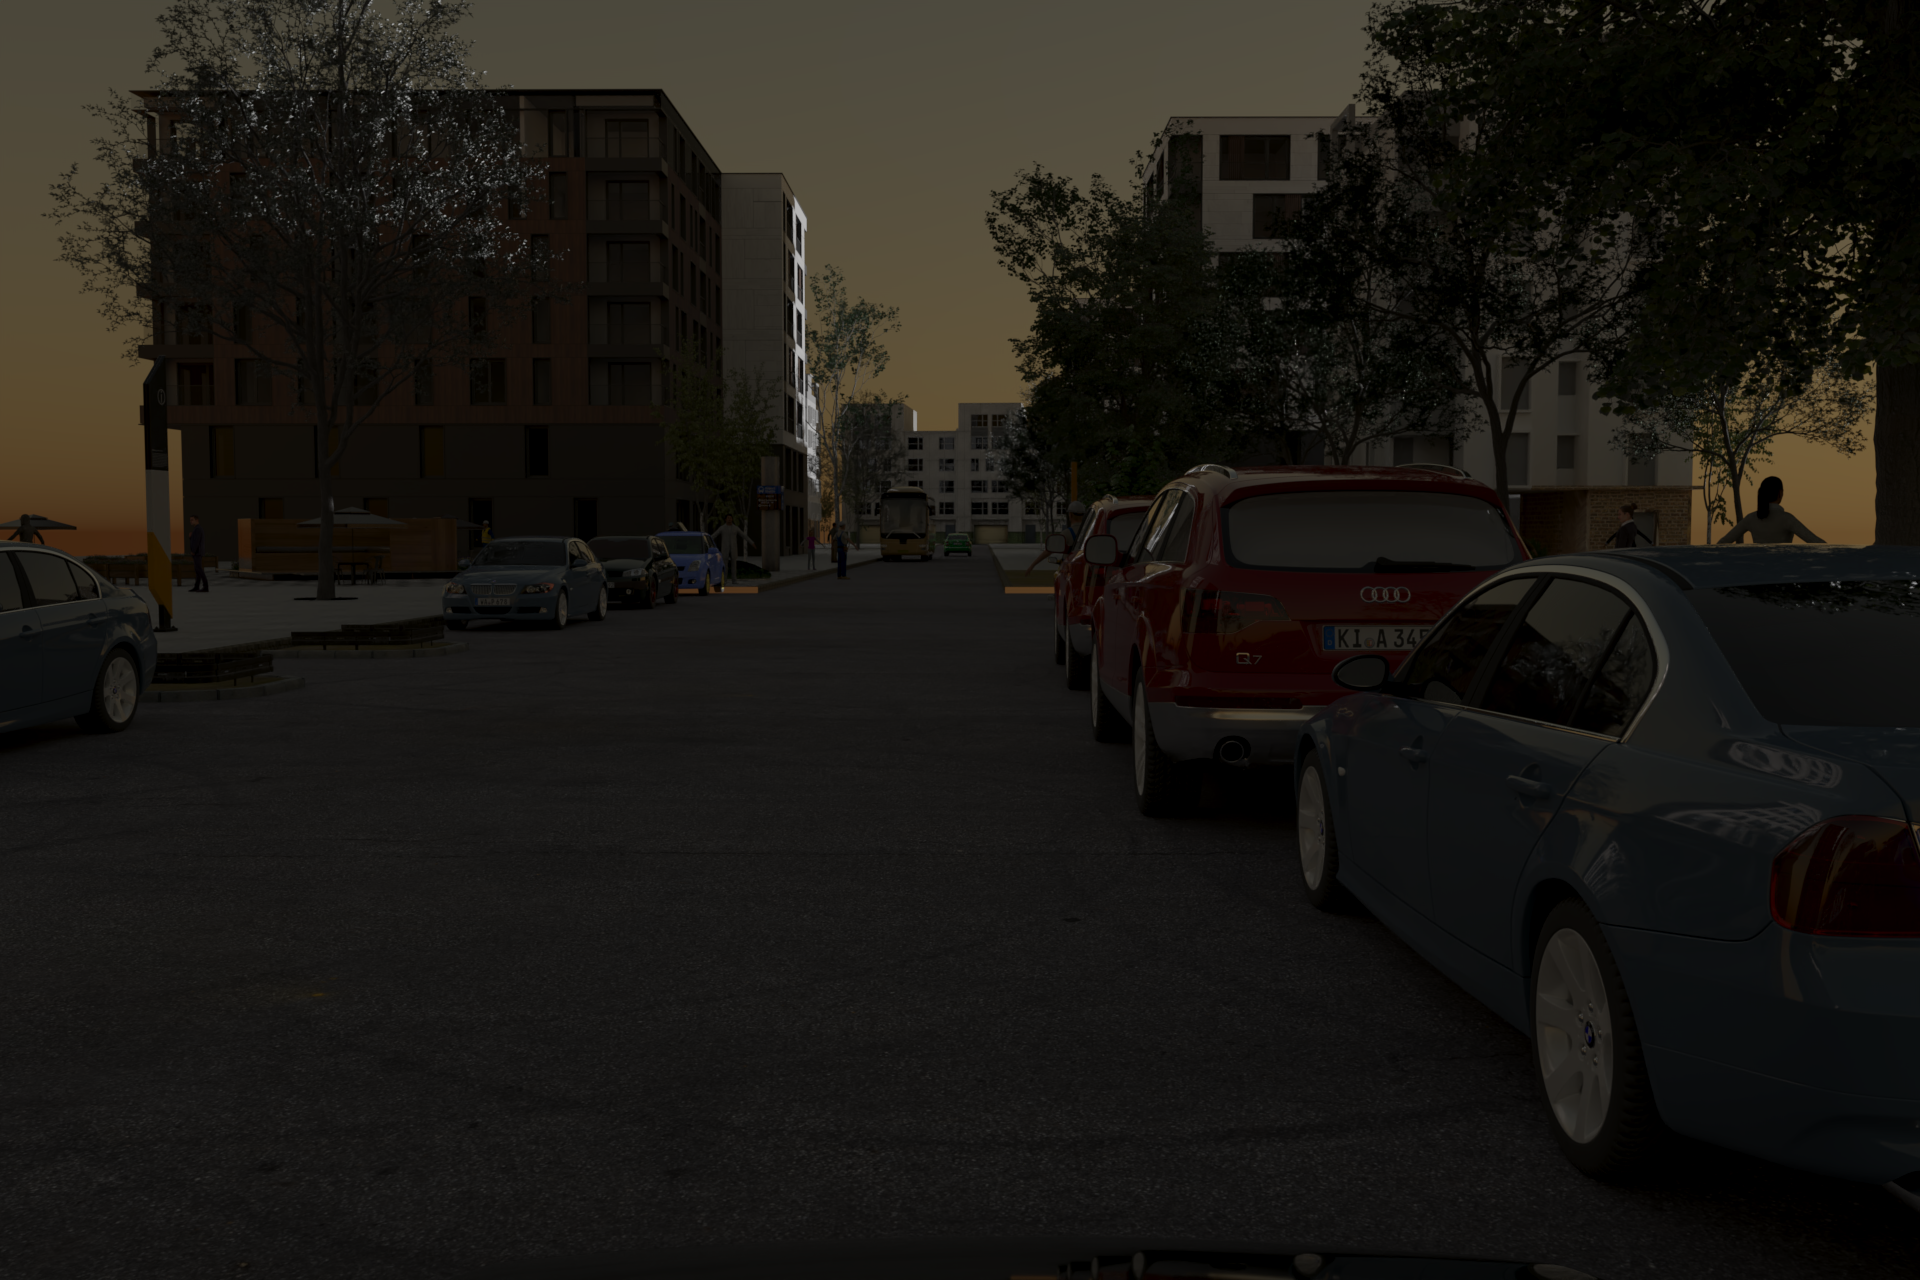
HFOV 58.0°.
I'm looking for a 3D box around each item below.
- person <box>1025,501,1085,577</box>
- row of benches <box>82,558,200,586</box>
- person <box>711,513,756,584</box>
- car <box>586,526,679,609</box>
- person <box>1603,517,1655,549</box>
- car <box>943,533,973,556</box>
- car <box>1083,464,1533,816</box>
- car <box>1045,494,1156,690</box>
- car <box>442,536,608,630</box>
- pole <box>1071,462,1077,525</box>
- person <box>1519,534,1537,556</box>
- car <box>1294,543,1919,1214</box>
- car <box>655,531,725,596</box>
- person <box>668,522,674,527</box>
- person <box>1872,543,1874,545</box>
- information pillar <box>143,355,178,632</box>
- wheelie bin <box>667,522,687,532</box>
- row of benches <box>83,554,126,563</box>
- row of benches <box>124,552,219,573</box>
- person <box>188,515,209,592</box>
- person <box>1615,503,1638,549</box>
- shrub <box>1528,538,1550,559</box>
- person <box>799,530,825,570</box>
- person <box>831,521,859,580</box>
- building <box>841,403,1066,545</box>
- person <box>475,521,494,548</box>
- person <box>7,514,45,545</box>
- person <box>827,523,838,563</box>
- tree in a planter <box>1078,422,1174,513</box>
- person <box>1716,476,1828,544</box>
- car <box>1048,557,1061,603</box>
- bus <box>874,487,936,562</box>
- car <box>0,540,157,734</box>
[{"bbox_3d":[1.454,-0.830,21.881,1.347,1.847,0.705,-2,4,-27],"label":"person"},{"bbox_3d":[-20.734,-1.714,43.484,4.104,0.672,1.422,2,4,24],"label":"row of benches"},{"bbox_3d":[-5.899,-2.333,44.325,1.347,1.806,0.705,-1,4,-15],"label":"person"},{"bbox_3d":[-6.704,-1.503,34.363,2.009,1.686,4.222,0,4,0],"label":"car"},{"bbox_3d":[16.352,-2.177,42.323,1.216,1.740,0.721,2,4,30],"label":"person"},{"bbox_3d":[-0.114,-6.330,112.293,1.959,1.807,4.718,0,4,1],"label":"car"},{"bbox_3d":[1.918,-0.101,10.323,2.281,1.827,5.304,0,4,0],"label":"car"},{"bbox_3d":[2.015,-0.535,17.426,2.281,1.827,5.304,0,4,1],"label":"car"},{"bbox_3d":[-6.777,-0.942,27.409,2.014,1.417,4.499,0,4,1],"label":"car"},{"bbox_3d":[3.229,-3.382,49.132,0.158,3.312,0.155,0,3,0],"label":"pole"},{"bbox_3d":[9.033,-1.360,29.011,1.217,1.736,0.721,2,4,28],"label":"person"},{"bbox_3d":[2.218,0.420,5.137,2.014,1.417,4.499,0,4,-1],"label":"car"},{"bbox_3d":[-6.665,-1.941,41.324,1.945,1.707,3.694,0,4,0],"label":"car"},{"bbox_3d":[-13.029,-4.420,78.394,0.704,1.817,1.347,-3,4,-38],"label":"person"},{"bbox_3d":[9.334,-0.644,17.345,0.721,1.737,1.217,0,4,-3],"label":"person"},{"bbox_3d":[-10.444,-1.909,22.562,0.183,3.616,0.504,0,4,1],"label":"information pillar"},{"bbox_3d":[-7.476,-2.340,46.168,0.693,1.594,0.980,0,4,0],"label":"wheelie bin"},{"bbox_3d":[-27.496,-2.254,52.310,4.104,0.672,1.422,-1,4,-13],"label":"row of benches"},{"bbox_3d":[-26.474,-2.615,58.224,4.104,0.672,1.422,2,4,28],"label":"row of benches"},{"bbox_3d":[-16.818,-1.910,38.193,0.530,1.710,0.541,0,4,-7],"label":"person"},{"bbox_3d":[9.464,-1.097,24.784,0.445,1.727,0.742,0,4,8],"label":"person"},{"bbox_3d":[15.762,-2.243,47.792,1.383,1.207,1.383,0,3,0],"label":"shrub"},{"bbox_3d":[-5.273,-3.208,61.721,0.991,1.433,0.599,-2,4,-26],"label":"person"},{"bbox_3d":[-3.698,-2.837,54.703,0.705,1.847,1.347,-3,5,-42],"label":"person"},{"bbox_3d":[0.435,-22.692,239.934,31.486,18.905,16.747,0,4,5],"label":"building"},{"bbox_3d":[-19.363,-3.959,70.706,1.349,1.833,0.705,3,5,43],"label":"person"},{"bbox_3d":[-24.818,-2.438,45.995,0.705,1.813,1.348,1,4,20],"label":"person"},{"bbox_3d":[-5.583,-4.345,77.320,0.705,1.796,1.348,-3,4,-38],"label":"person"},{"bbox_3d":[2.803,-1.869,27.778,1.991,3.239,1.994,0,4,2],"label":"tree in a planter"},{"bbox_3d":[6.369,-0.410,13.539,0.721,1.735,1.217,-3,5,-40],"label":"person"},{"bbox_3d":[2.623,-1.289,31.297,2.015,1.641,3.980,0,4,0],"label":"car"},{"bbox_3d":[-2.770,-6.241,93.582,2.896,3.916,12.252,0,4,1],"label":"bus"},{"bbox_3d":[-6.932,0.046,11.246,2.014,1.417,4.499,0,4,1],"label":"car"}]
